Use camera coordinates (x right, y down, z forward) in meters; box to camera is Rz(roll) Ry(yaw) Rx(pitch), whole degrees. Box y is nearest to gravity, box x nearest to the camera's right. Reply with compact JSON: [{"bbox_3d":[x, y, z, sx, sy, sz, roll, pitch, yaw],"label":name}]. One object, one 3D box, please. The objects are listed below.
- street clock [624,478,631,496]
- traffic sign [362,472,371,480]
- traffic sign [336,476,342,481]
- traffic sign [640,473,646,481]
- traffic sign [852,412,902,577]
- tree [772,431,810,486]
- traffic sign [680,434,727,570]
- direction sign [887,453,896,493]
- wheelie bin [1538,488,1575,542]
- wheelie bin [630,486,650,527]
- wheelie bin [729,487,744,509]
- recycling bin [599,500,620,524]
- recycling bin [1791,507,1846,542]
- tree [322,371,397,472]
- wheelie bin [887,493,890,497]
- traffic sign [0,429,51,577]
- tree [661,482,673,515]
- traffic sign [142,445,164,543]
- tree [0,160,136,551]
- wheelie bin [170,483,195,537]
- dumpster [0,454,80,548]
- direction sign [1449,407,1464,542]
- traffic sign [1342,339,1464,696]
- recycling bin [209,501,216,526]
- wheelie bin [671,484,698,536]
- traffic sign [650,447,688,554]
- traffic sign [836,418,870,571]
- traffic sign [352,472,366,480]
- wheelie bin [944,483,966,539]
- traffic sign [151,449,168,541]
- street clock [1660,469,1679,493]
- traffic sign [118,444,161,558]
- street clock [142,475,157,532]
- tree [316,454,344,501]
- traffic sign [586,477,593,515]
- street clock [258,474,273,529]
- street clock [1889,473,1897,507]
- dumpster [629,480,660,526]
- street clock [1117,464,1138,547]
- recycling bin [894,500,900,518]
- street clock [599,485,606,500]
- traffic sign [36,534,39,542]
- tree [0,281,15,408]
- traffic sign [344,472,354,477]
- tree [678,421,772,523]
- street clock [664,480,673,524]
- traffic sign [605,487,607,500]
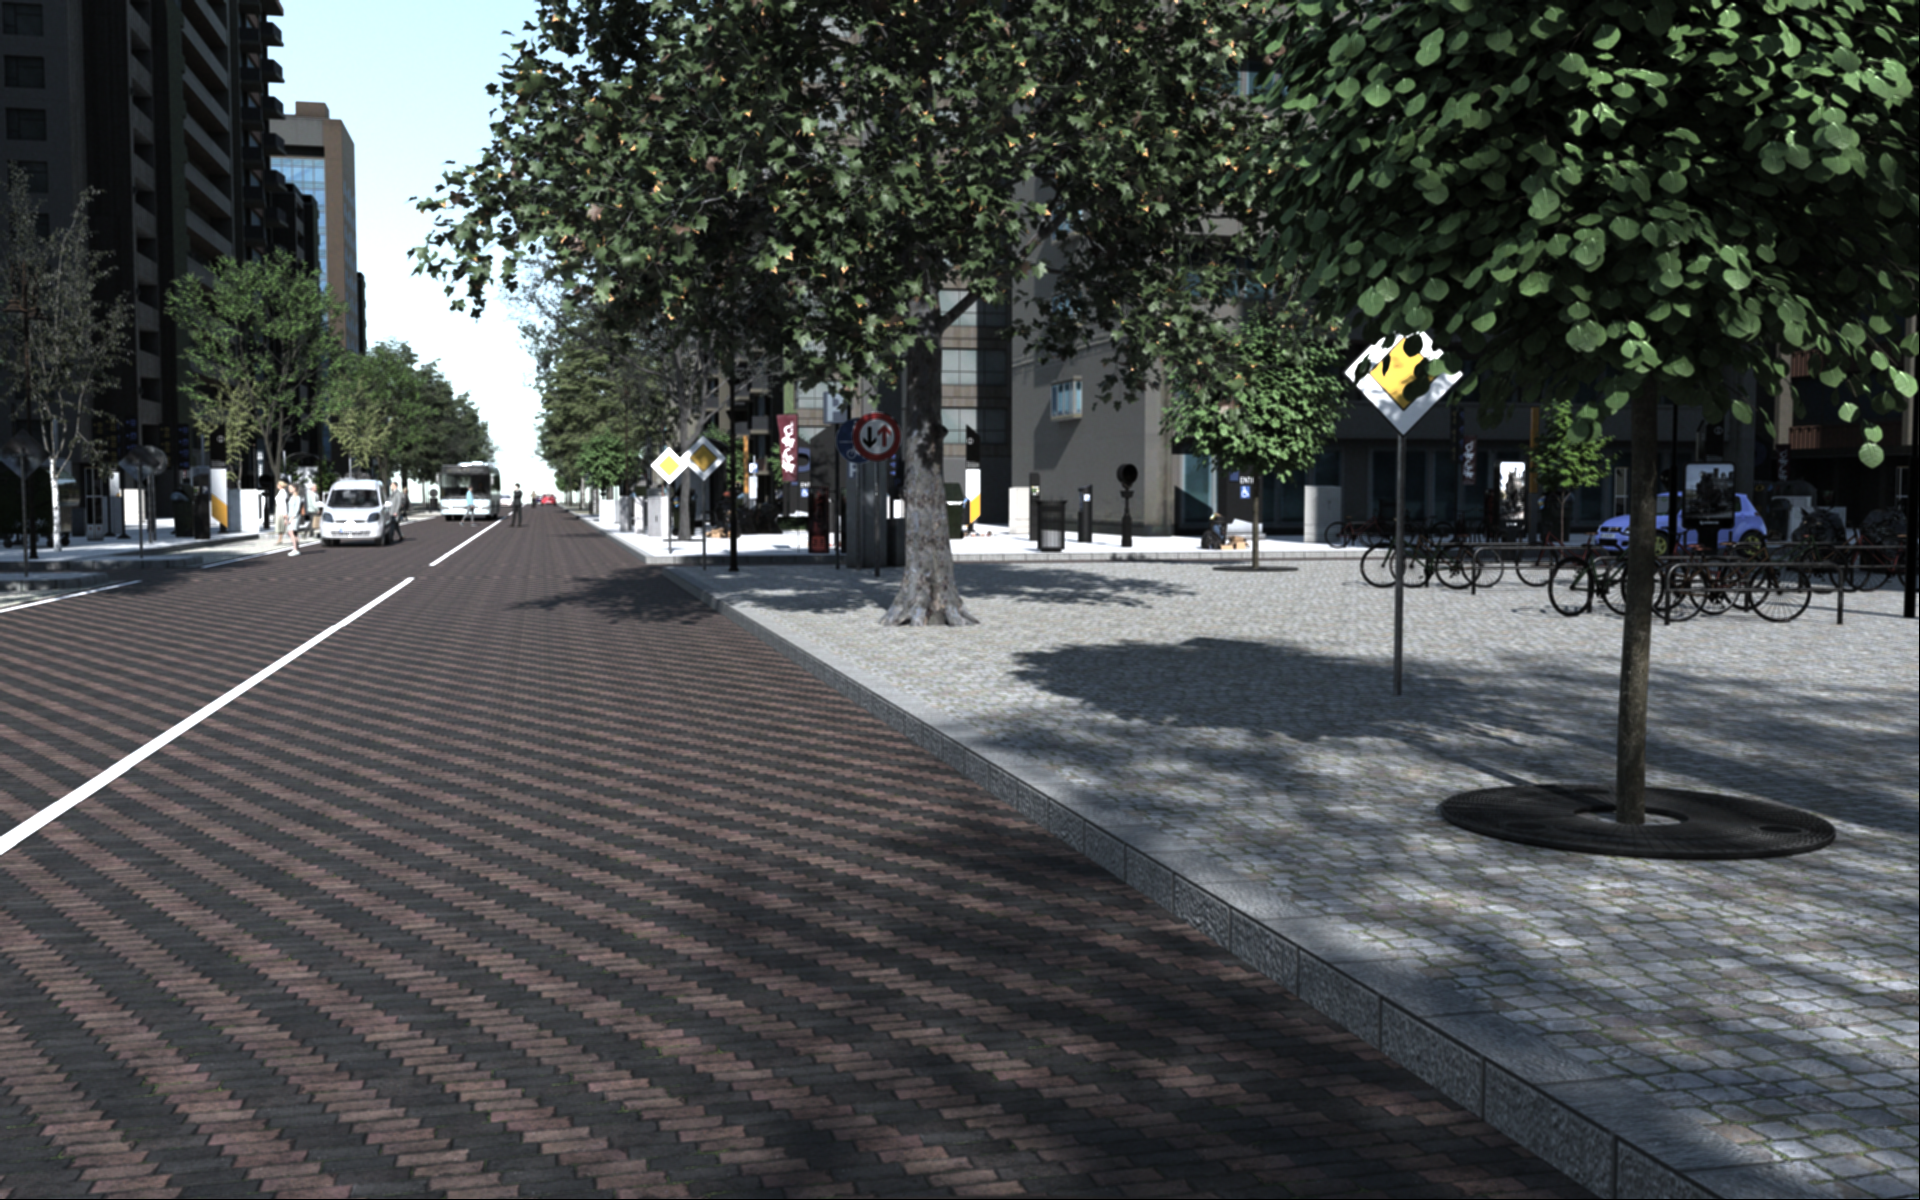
[{"bbox_3d":[-14.532,-4.366,75.947,0.358,2.002,0.471,-1,4,-17],"label":"street clock"},{"bbox_3d":[-34.703,-6.165,100.909,0.768,2.556,0.104,0,4,-4],"label":"traffic sign"},{"bbox_3d":[-35.995,-6.097,99.784,0.768,2.556,0.104,0,4,-8],"label":"traffic sign"},{"bbox_3d":[-18.490,-6.133,100.387,0.768,2.556,0.104,-1,4,-13],"label":"traffic sign"},{"bbox_3d":[-1.289,-1.639,26.902,0.768,2.556,0.104,0,4,-5],"label":"traffic sign"},{"bbox_3d":[-8.582,-6.569,91.125,4.285,4.588,4.351,0,3,0],"label":"tree"},{"bbox_3d":[-4.327,-1.566,29.239,0.795,2.450,0.064,-1,4,-14],"label":"traffic sign"},{"bbox_3d":[-3.262,-5.251,77.856,0.876,3.537,0.379,2,4,25],"label":"direction sign"},{"bbox_3d":[16.068,-2.364,46.563,0.980,1.594,0.693,-1,4,-10],"label":"wheelie bin"},{"bbox_3d":[-12.573,-3.699,68.390,0.980,1.594,0.693,-2,4,-30],"label":"wheelie bin"},{"bbox_3d":[-9.721,-4.137,75.541,0.980,1.594,0.693,0,4,-4],"label":"wheelie bin"},{"bbox_3d":[-15.042,-3.790,74.526,0.722,1.027,0.722,1,4,16],"label":"recycling bin"},{"bbox_3d":[17.014,-1.332,34.338,0.722,1.027,0.722,-2,4,-26],"label":"recycling bin"},{"bbox_3d":[-36.469,-9.428,104.518,4.737,8.622,4.395,0,3,0],"label":"tree"},{"bbox_3d":[-3.032,-3.397,63.455,0.980,1.594,0.693,-1,4,-19],"label":"wheelie bin"},{"bbox_3d":[-14.484,-1.417,26.809,0.795,2.450,0.064,-1,4,-14],"label":"traffic sign"},{"bbox_3d":[-17.053,-6.761,105.136,1.663,3.219,1.824,0,3,0],"label":"tree"},{"bbox_3d":[-21.210,-2.764,45.303,0.768,2.556,0.104,-1,4,-12],"label":"traffic sign"},{"bbox_3d":[-20.204,-5.387,38.433,4.360,8.622,3.978,0,3,0],"label":"tree"},{"bbox_3d":[-23.156,-2.684,51.784,0.693,1.594,0.980,0,4,0],"label":"wheelie bin"},{"bbox_3d":[-22.346,-2.410,41.902,1.502,2.255,1.985,-1,4,-13],"label":"dumpster"},{"bbox_3d":[12.863,-3.235,44.883,0.379,3.537,0.876,3,4,37],"label":"direction sign"},{"bbox_3d":[2.784,-0.598,10.957,0.795,2.450,0.064,0,4,-7],"label":"traffic sign"},{"bbox_3d":[-30.564,-3.510,69.936,0.722,1.027,0.722,1,4,18],"label":"recycling bin"},{"bbox_3d":[-8.470,-2.776,53.297,0.693,1.594,0.980,1,4,11],"label":"wheelie bin"},{"bbox_3d":[-6.207,-2.040,37.000,0.795,2.450,0.064,-1,4,-14],"label":"traffic sign"},{"bbox_3d":[-1.701,-1.767,28.992,0.768,2.556,0.104,-1,4,-10],"label":"traffic sign"},{"bbox_3d":[-33.921,-5.973,97.772,0.768,2.556,0.104,0,4,-7],"label":"traffic sign"},{"bbox_3d":[-0.326,-2.536,49.373,0.980,1.594,0.693,-2,4,-27],"label":"wheelie bin"},{"bbox_3d":[-22.090,-2.895,47.437,0.768,2.556,0.104,0,4,-8],"label":"traffic sign"},{"bbox_3d":[20.453,-2.778,49.989,0.471,2.002,0.358,2,4,34],"label":"street clock"},{"bbox_3d":[-16.364,-1.892,34.570,0.795,2.450,0.064,-1,4,-14],"label":"traffic sign"},{"bbox_3d":[-27.215,-3.279,58.189,0.471,2.002,0.358,-1,4,-18],"label":"street clock"},{"bbox_3d":[-30.567,-5.428,83.357,1.663,3.219,1.824,0,3,0],"label":"tree"},{"bbox_3d":[-22.716,-6.533,106.922,0.768,2.556,0.104,0,4,-5],"label":"traffic sign"},{"bbox_3d":[-25.364,-3.592,63.300,0.471,2.002,0.358,-2,4,-27],"label":"street clock"},{"bbox_3d":[32.535,-3.407,60.274,0.358,2.002,0.471,0,4,2],"label":"street clock"},{"bbox_3d":[-12.922,-3.999,71.144,1.264,1.857,1.865,-1,4,-13],"label":"dumpster"},{"bbox_3d":[4.035,-2.280,41.850,0.471,2.002,0.358,-2,4,-32],"label":"street clock"},{"bbox_3d":[-2.492,-3.840,75.342,0.722,1.027,0.722,0,4,5],"label":"recycling bin"},{"bbox_3d":[-20.156,-5.701,97.780,0.471,2.002,0.358,3,4,38],"label":"street clock"},{"bbox_3d":[-24.724,-2.827,46.323,0.768,2.556,0.104,-1,4,-10],"label":"traffic sign"},{"bbox_3d":[-15.360,-6.218,18.673,9.611,12.733,9.660,0,3,0],"label":"tree"},{"bbox_3d":[-34.943,-6.068,99.310,0.768,2.556,0.104,0,4,-7],"label":"traffic sign"},{"bbox_3d":[-11.084,-5.789,78.363,4.285,4.588,4.351,0,3,0],"label":"tree"},{"bbox_3d":[-12.492,-4.272,74.411,0.358,2.002,0.471,2,4,31],"label":"street clock"},{"bbox_3d":[-19.840,-5.935,97.140,0.768,2.556,0.104,0,4,-6],"label":"traffic sign"}]
